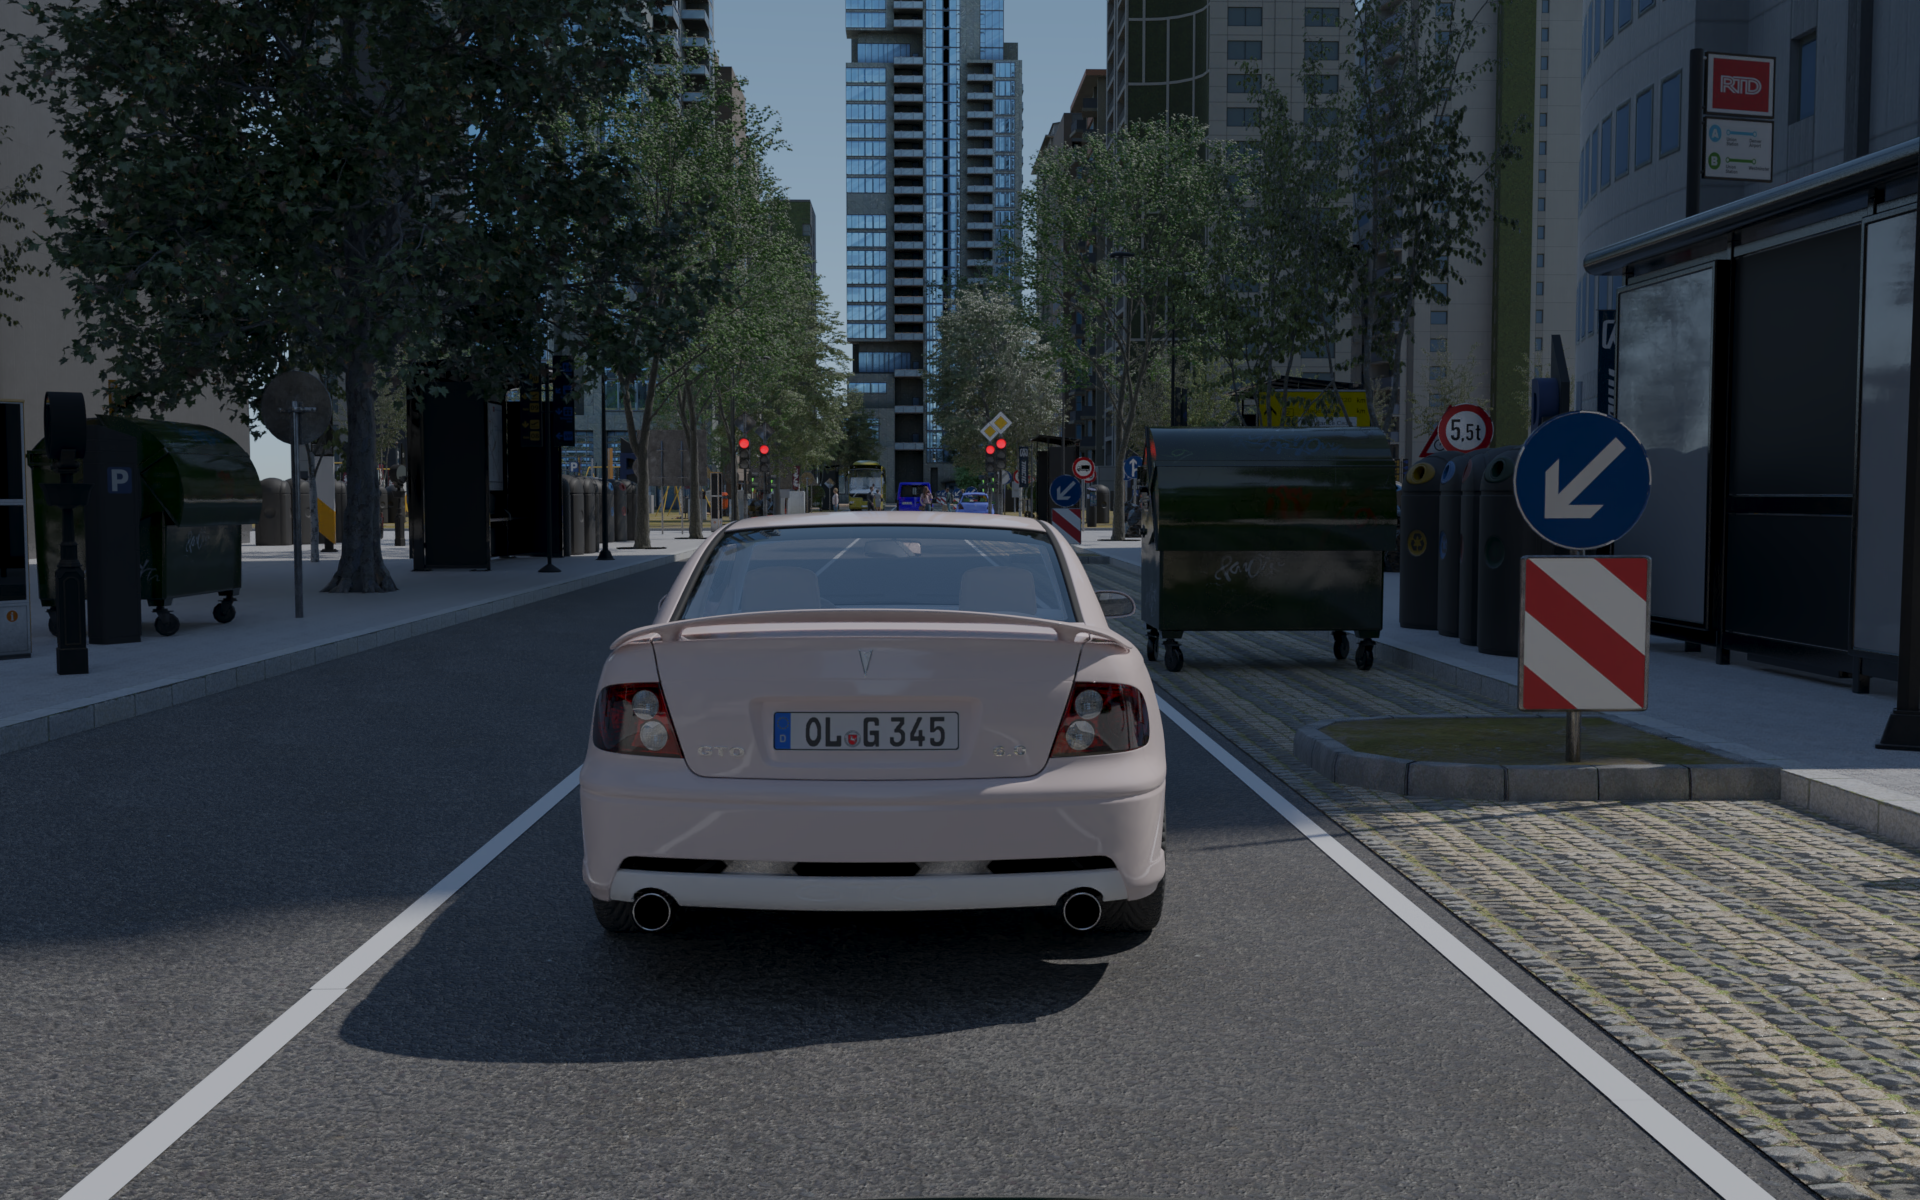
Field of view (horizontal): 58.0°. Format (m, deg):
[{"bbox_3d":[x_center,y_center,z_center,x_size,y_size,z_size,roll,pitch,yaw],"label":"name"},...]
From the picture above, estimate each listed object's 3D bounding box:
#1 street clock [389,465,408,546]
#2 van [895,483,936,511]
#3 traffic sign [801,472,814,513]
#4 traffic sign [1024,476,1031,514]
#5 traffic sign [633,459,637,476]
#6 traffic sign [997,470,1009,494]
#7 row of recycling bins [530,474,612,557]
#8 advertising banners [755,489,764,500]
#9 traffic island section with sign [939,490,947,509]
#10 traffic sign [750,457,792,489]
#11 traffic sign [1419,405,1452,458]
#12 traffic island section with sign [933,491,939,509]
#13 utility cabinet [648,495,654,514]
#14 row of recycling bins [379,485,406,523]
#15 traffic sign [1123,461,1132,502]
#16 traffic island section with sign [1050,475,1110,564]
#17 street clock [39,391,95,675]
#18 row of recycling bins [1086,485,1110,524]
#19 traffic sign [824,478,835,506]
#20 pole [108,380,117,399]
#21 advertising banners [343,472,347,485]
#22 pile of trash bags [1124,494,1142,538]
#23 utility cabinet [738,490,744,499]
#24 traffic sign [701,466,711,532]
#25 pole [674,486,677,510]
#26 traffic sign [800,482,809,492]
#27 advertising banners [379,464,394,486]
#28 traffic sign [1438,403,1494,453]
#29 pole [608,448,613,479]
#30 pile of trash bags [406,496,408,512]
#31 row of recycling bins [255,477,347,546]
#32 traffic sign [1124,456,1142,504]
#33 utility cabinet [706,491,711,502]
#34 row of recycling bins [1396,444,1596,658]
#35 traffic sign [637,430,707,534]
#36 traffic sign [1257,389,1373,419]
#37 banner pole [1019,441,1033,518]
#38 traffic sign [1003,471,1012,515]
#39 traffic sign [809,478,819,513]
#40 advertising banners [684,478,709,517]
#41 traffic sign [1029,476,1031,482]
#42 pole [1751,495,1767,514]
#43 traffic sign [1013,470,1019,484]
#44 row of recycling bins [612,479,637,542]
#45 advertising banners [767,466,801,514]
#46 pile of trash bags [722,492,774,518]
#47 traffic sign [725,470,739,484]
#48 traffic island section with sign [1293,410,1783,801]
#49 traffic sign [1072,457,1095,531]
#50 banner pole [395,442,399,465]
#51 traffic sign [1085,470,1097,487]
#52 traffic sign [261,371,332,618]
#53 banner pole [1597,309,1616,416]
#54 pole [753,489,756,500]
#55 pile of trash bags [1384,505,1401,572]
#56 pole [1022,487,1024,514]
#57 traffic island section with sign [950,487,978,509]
[{"bbox_3d":[-13.786,-2.325,42.580,0.358,2.002,0.471,1,4,19],"label":"street clock"},{"bbox_3d":[-2.441,-5.490,94.138,2.240,2.365,5.245,0,4,-1],"label":"van"},{"bbox_3d":[-8.746,-6.061,99.208,0.768,2.556,0.104,0,4,3],"label":"traffic sign"},{"bbox_3d":[4.129,-6.762,110.657,0.768,2.556,0.104,0,4,5],"label":"traffic sign"},{"bbox_3d":[-10.609,-3.547,58.099,0.768,2.556,0.104,0,4,8],"label":"traffic sign"},{"bbox_3d":[2.237,-5.622,92.029,0.768,2.556,0.104,0,4,4],"label":"traffic sign"},{"bbox_3d":[-8.390,-1.827,36.984,1.069,1.692,3.534,0,4,0],"label":"row of recycling bins"},{"bbox_3d":[-14.656,-8.122,128.974,2.074,3.025,0.090,0,4,8],"label":"advertising banners"},{"bbox_3d":[-0.287,-6.732,118.699,1.989,1.847,2.006,0,4,-2],"label":"traffic island section with sign"},{"bbox_3d":[-10.263,-6.135,94.176,2.265,3.308,0.079,0,4,1],"label":"traffic sign"},{"bbox_3d":[7.125,-1.546,25.279,0.884,2.594,0.081,0,4,1],"label":"traffic sign"},{"bbox_3d":[-1.694,-9.785,168.618,1.989,1.847,2.006,0,4,-2],"label":"traffic island section with sign"},{"bbox_3d":[-20.726,-6.322,114.519,1.020,1.237,0.306,2,4,28],"label":"utility cabinet"},{"bbox_3d":[-25.812,-4.182,75.494,1.069,1.692,3.534,3,5,41],"label":"row of recycling bins"},{"bbox_3d":[6.317,-4.026,65.923,0.768,2.556,0.104,0,4,5],"label":"traffic sign"},{"bbox_3d":[2.043,-1.690,36.259,1.989,1.847,2.006,0,4,-2],"label":"traffic island section with sign"},{"bbox_3d":[-6.344,-0.474,12.322,0.358,2.002,0.471,-2,4,-33],"label":"street clock"},{"bbox_3d":[6.056,-4.259,76.739,1.069,1.692,3.534,0,4,2],"label":"row of recycling bins"},{"bbox_3d":[-9.270,-7.472,123.345,0.795,2.450,0.064,0,4,4],"label":"traffic sign"},{"bbox_3d":[-15.116,-2.273,31.001,0.158,3.312,0.155,0,3,0],"label":"pole"},{"bbox_3d":[-49.859,-8.702,138.471,2.074,3.025,0.090,-1,4,-22],"label":"advertising banners"},{"bbox_3d":[5.688,-2.601,52.280,1.912,1.369,3.447,0,4,3],"label":"pile of trash bags"},{"bbox_3d":[-11.980,-5.242,94.390,0.318,1.500,1.173,-1,4,-14],"label":"utility cabinet"},{"bbox_3d":[-8.765,-3.592,58.732,0.884,2.594,0.081,0,4,-1],"label":"traffic sign"},{"bbox_3d":[-23.000,-8.940,140.014,0.158,3.312,0.155,0,3,0],"label":"pole"},{"bbox_3d":[-11.458,-7.810,127.693,0.884,2.594,0.081,0,4,3],"label":"traffic sign"},{"bbox_3d":[-33.868,-6.508,102.596,0.090,3.025,2.074,1,4,11],"label":"advertising banners"},{"bbox_3d":[7.093,-1.484,24.378,0.768,2.556,0.104,0,4,5],"label":"traffic sign"},{"bbox_3d":[-15.537,-5.086,77.001,0.158,3.312,0.155,0,3,0],"label":"pole"},{"bbox_3d":[-39.923,-6.846,121.687,3.447,1.369,1.912,2,4,32],"label":"pile of trash bags"},{"bbox_3d":[-16.814,-2.284,44.459,1.069,1.692,3.534,1,4,11],"label":"row of recycling bins"},{"bbox_3d":[5.863,-3.544,58.046,0.768,2.556,0.104,0,4,6],"label":"traffic sign"},{"bbox_3d":[-16.050,-6.315,111.933,0.318,1.500,1.173,-2,4,-32],"label":"utility cabinet"},{"bbox_3d":[4.691,-0.497,15.241,1.069,1.692,3.534,0,4,1],"label":"row of recycling bins"},{"bbox_3d":[-9.144,-3.738,54.987,2.265,3.308,0.079,0,4,5],"label":"traffic sign"},{"bbox_3d":[6.881,-2.437,33.719,2.265,3.308,0.079,0,4,-1],"label":"traffic sign"},{"bbox_3d":[3.087,-5.486,79.707,0.863,3.779,0.401,-1,4,-17],"label":"banner pole"},{"bbox_3d":[2.429,-5.736,93.887,0.768,2.556,0.104,0,4,6],"label":"traffic sign"},{"bbox_3d":[-9.234,-6.590,107.747,0.884,2.594,0.081,0,4,0],"label":"traffic sign"},{"bbox_3d":[-13.735,-5.858,91.974,2.074,3.025,0.090,0,4,-3],"label":"advertising banners"},{"bbox_3d":[4.848,-7.293,119.339,0.768,2.556,0.104,0,4,7],"label":"traffic sign"},{"bbox_3d":[11.759,-1.934,25.456,0.158,3.312,0.155,0,3,0],"label":"pole"},{"bbox_3d":[3.085,-5.388,88.199,0.768,2.556,0.104,0,4,0],"label":"traffic sign"},{"bbox_3d":[-9.491,-2.399,46.333,1.069,1.692,3.534,0,4,7],"label":"row of recycling bins"},{"bbox_3d":[-10.869,-6.783,107.094,2.074,3.025,0.090,0,4,6],"label":"advertising banners"},{"bbox_3d":[-10.805,-4.732,87.117,3.447,1.369,1.912,-1,4,-23],"label":"pile of trash bags"},{"bbox_3d":[-12.000,-5.574,91.234,0.768,2.556,0.104,0,4,4],"label":"traffic sign"},{"bbox_3d":[2.821,-0.022,8.980,1.989,1.847,2.006,0,4,-2],"label":"traffic island section with sign"},{"bbox_3d":[4.227,-3.623,59.338,0.768,2.556,0.104,0,4,1],"label":"traffic sign"},{"bbox_3d":[-27.005,-5.701,83.231,0.401,3.779,0.863,-1,4,-9],"label":"banner pole"},{"bbox_3d":[5.929,-4.886,79.996,0.768,2.556,0.104,0,4,7],"label":"traffic sign"},{"bbox_3d":[-6.856,-1.088,17.894,0.768,2.556,0.104,0,4,6],"label":"traffic sign"},{"bbox_3d":[7.999,-1.876,20.694,0.863,3.779,0.401,0,4,3],"label":"banner pole"},{"bbox_3d":[-13.008,-7.084,109.662,0.158,3.312,0.155,0,3,0],"label":"pole"},{"bbox_3d":[6.819,-1.136,28.330,1.912,1.369,3.447,-1,4,-14],"label":"pile of trash bags"},{"bbox_3d":[4.089,-7.177,111.183,0.158,3.312,0.155,0,3,0],"label":"pole"},{"bbox_3d":[0.478,-5.084,91.754,1.989,1.847,2.006,0,4,-2],"label":"traffic island section with sign"}]
